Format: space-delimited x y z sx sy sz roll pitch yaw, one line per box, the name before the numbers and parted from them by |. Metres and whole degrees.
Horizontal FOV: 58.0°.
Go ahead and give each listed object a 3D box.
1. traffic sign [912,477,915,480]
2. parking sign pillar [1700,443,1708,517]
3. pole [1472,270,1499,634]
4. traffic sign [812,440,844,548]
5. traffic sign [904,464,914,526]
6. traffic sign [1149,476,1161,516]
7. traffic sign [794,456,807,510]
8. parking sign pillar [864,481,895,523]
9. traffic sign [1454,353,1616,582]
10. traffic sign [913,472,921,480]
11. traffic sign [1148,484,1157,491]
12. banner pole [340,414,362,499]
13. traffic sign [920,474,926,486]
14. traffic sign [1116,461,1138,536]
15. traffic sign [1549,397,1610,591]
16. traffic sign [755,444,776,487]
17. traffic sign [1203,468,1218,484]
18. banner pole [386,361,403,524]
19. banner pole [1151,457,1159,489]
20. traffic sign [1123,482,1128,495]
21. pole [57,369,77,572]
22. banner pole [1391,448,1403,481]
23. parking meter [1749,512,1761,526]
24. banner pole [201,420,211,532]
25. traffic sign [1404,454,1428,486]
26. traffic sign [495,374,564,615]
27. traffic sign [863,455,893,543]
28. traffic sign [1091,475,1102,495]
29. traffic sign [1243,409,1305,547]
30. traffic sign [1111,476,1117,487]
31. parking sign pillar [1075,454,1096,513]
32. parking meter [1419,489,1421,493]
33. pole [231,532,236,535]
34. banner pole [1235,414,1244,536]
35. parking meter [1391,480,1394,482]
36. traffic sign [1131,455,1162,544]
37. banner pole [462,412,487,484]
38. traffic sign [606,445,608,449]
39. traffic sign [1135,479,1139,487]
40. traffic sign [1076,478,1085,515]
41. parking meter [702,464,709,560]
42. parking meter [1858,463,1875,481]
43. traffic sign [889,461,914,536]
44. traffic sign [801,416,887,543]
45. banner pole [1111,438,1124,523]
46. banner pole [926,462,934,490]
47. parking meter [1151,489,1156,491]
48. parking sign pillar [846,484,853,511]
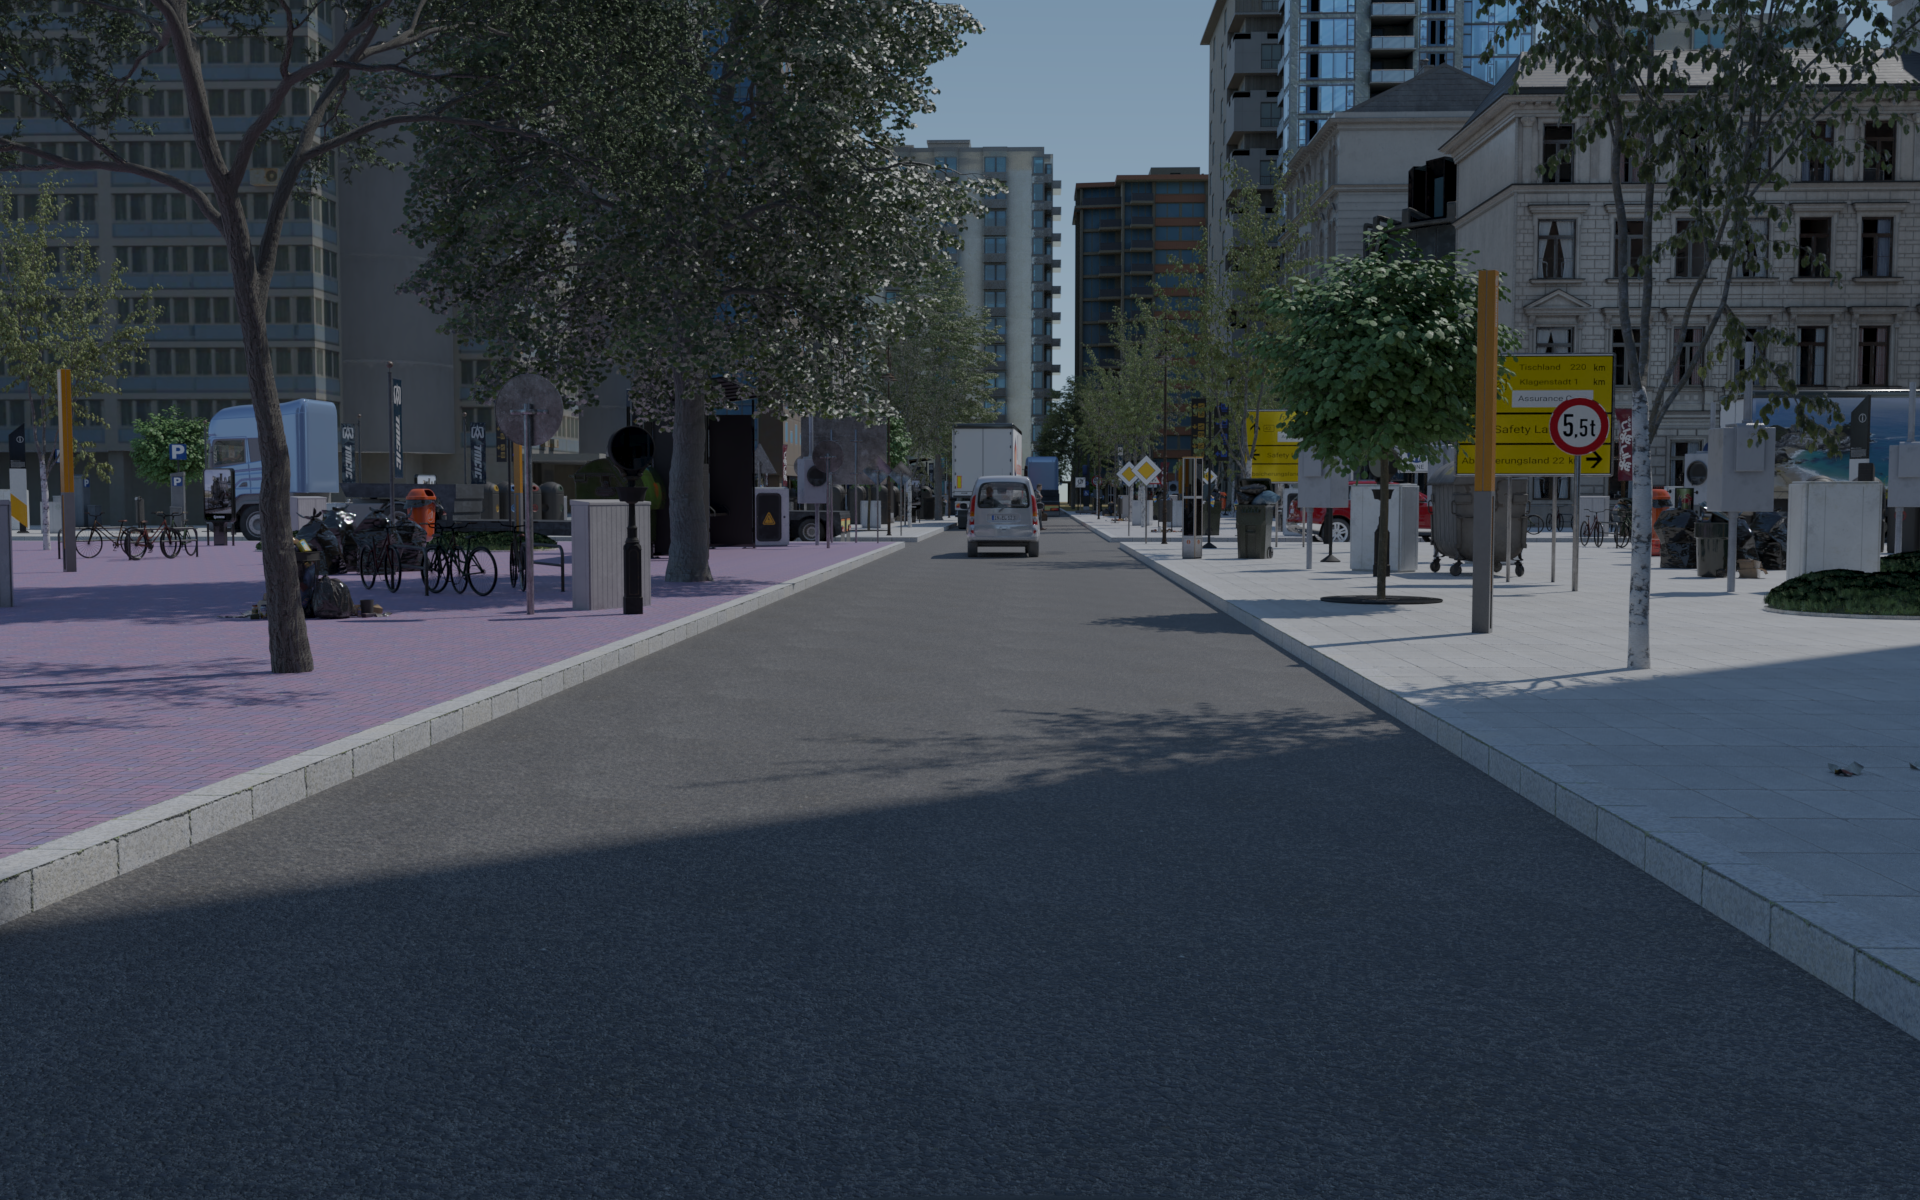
traffic sign | -2.681 -5.515 90.175 0.884 2.594 0.081 0 4 7
parking sign pillar | 27.483 -4.553 62.910 1.447 3.967 1.447 -2 4 -32
pole | 4.828 -1.350 15.917 0.158 3.312 0.155 0 3 0
traffic sign | -3.116 -2.494 40.880 0.768 2.556 0.104 0 4 5
traffic sign | -2.241 -4.311 70.598 0.768 2.556 0.104 0 4 4
traffic sign | 10.419 -5.710 93.369 0.884 2.594 0.081 0 4 4
traffic sign | -5.024 -3.433 56.232 0.768 2.556 0.104 0 4 7
parking sign pillar | -3.591 -5.346 75.873 1.447 3.967 1.447 1 4 14
traffic sign | 8.296 -1.909 25.079 2.265 3.308 0.079 0 4 3
traffic sign | -2.584 -6.050 99.023 0.768 2.556 0.104 1 4 12
traffic sign | 12.217 -6.604 110.112 0.606 2.300 0.079 1 4 9
banner pole | -18.968 -3.924 54.169 0.401 3.779 0.863 3 5 39
traffic sign | -2.467 -6.645 108.759 0.768 2.556 0.104 0 4 5
traffic sign | 5.137 -2.998 52.660 0.795 2.450 0.064 0 4 2
traffic sign | 8.109 -1.386 22.764 0.768 2.556 0.104 0 4 7
traffic sign | -5.162 -2.729 44.615 0.884 2.594 0.081 1 4 9
traffic sign | 10.739 -4.510 74.922 0.795 2.450 0.064 1 4 11
banner pole | -10.745 -2.628 32.982 0.401 3.779 0.863 0 4 2
banner pole | 12.692 -7.487 112.435 0.863 3.779 0.401 -2 4 -32
traffic sign | 9.248 -5.867 96.025 0.768 2.556 0.104 1 4 9
pole | -14.653 -2.114 28.414 0.158 3.312 0.155 0 3 0
banner pole | 9.734 -2.993 38.959 0.401 3.779 0.863 -1 4 -21
parking meter | 19.030 -2.012 41.300 0.372 1.533 0.369 0 3 0
banner pole | -25.488 -4.218 58.988 0.401 3.779 0.863 1 4 22
traffic sign | 8.817 -1.919 33.502 0.606 2.300 0.079 1 4 11
traffic sign | -4.575 -1.117 18.372 0.768 2.556 0.104 1 4 9
traffic sign | -2.135 -2.529 44.993 0.795 2.450 0.064 0 4 2
traffic sign | 9.352 -7.222 118.182 0.768 2.556 0.104 1 4 10
traffic sign | 7.951 -2.921 41.626 2.265 3.308 0.079 0 4 6
traffic sign | 10.860 -7.416 121.349 0.768 2.556 0.104 1 4 10
parking sign pillar | 8.419 -7.761 115.368 1.447 3.967 1.447 0 4 4
parking meter | 19.738 -4.064 74.857 0.372 1.533 0.369 0 3 0
pole | -22.883 -3.707 54.456 0.158 3.312 0.155 0 3 0
banner pole | 8.529 -3.814 52.369 0.401 3.779 0.863 1 4 9
parking meter | 15.135 -3.395 61.220 0.399 1.863 0.255 2 4 34
traffic sign | 4.802 -2.510 44.682 0.795 2.450 0.064 0 4 2
banner pole | -14.953 -3.864 53.193 0.863 3.779 0.401 0 4 -5
traffic sign | -7.373 -2.305 37.796 0.768 2.556 0.104 1 4 11
traffic sign | 12.444 -7.227 119.346 0.795 2.450 0.064 1 4 9
traffic sign | 7.435 -6.414 107.001 0.606 2.300 0.079 0 4 3
parking meter | -5.126 -1.720 33.829 0.399 1.863 0.255 2 4 29
parking meter | 17.005 -1.641 32.537 0.255 1.863 0.399 2 4 33
traffic sign | -1.800 -3.017 52.971 0.795 2.450 0.064 0 4 2
traffic sign | -3.054 -3.157 45.483 2.265 3.308 0.079 0 4 4
banner pole | 6.983 -5.286 76.437 0.401 3.779 0.863 3 4 38
banner pole | -2.154 -8.095 122.367 0.863 3.779 0.401 3 5 39
parking meter | 12.901 -6.706 115.360 0.399 1.863 0.255 0 4 -5
parking sign pillar | -6.935 -7.595 112.656 1.447 3.967 1.447 -2 4 -27
